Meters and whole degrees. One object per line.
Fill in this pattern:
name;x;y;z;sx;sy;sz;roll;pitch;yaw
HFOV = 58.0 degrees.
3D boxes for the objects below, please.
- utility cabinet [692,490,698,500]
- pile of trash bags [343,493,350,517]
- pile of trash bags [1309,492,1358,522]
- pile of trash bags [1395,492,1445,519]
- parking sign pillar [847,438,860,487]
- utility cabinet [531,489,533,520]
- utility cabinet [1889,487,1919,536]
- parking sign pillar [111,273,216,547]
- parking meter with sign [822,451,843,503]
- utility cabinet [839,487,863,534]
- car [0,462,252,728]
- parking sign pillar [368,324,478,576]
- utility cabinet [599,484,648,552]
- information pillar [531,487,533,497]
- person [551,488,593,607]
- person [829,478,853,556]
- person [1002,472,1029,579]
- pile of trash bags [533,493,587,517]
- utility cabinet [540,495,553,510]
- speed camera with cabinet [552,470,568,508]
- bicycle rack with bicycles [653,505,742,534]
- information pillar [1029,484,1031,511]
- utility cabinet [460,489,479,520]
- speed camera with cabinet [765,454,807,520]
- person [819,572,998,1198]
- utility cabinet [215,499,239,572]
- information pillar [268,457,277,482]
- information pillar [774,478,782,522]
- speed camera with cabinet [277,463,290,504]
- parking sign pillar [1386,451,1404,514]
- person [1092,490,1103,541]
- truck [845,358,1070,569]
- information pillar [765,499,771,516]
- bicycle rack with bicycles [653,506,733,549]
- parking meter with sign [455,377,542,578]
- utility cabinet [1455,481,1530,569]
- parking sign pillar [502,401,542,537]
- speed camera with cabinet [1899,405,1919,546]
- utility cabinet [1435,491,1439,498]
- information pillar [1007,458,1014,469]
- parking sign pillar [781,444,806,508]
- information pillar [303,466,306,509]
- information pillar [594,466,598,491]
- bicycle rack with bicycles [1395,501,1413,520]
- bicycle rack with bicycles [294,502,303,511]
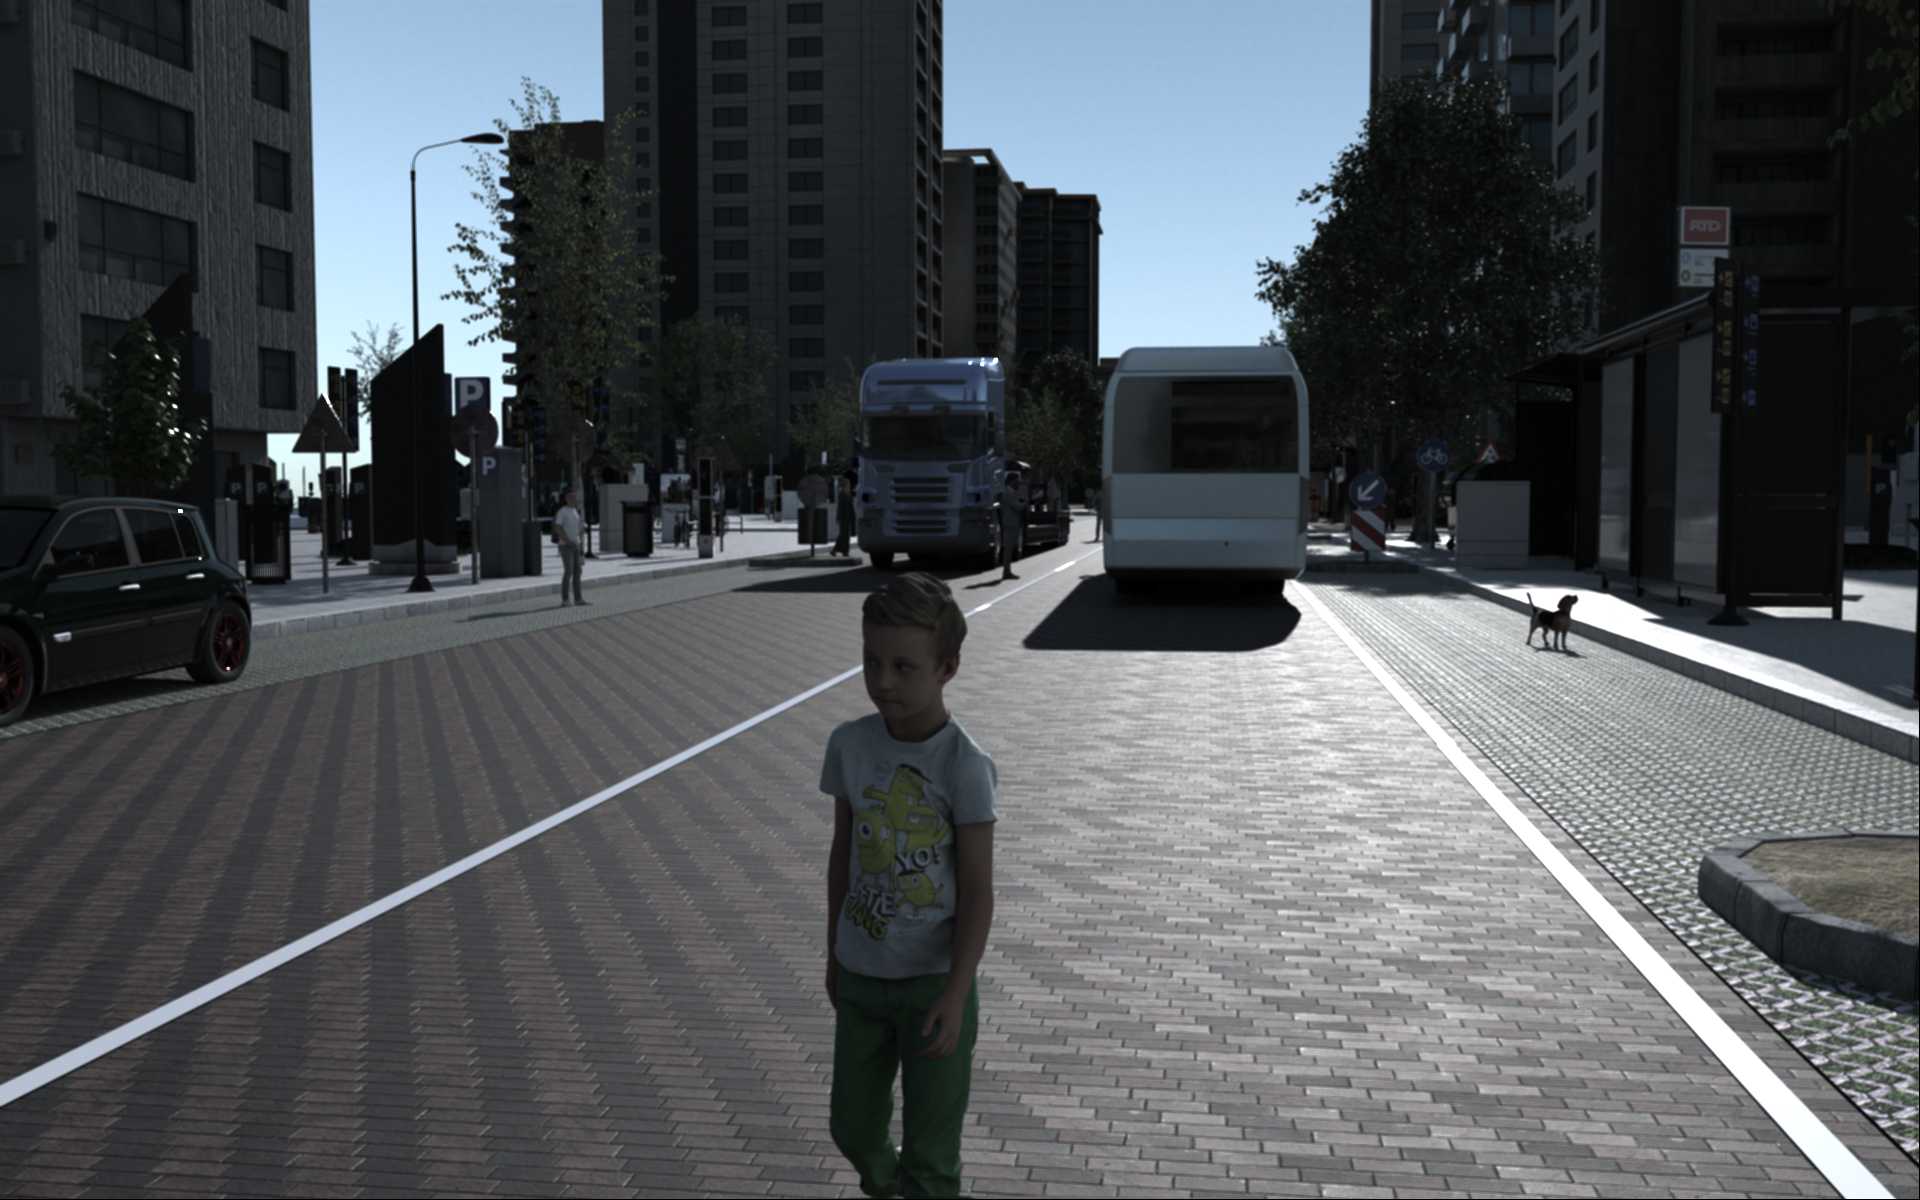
utility cabinet;-14.089;-5.113;92.283;1.173;1.500;0.318;1;4;11
pile of trash bags;-31.807;-4.993;91.381;3.447;1.369;1.912;1;4;10
pile of trash bags;17.628;-4.246;79.177;3.447;1.369;1.912;1;4;18
pile of trash bags;24.410;-4.971;91.033;1.912;1.369;3.447;-2;4;-25
parking sign pillar;-4.490;-5.465;77.831;1.447;3.967;1.447;3;5;43
utility cabinet;-19.331;-4.108;75.840;1.173;1.500;0.318;0;4;-7
utility cabinet;28.702;-2.669;52.318;0.318;1.500;1.173;-1;4;-21
parking sign pillar;-9.953;-2.028;21.637;1.447;3.967;1.447;2;4;26
parking meter with sign;-4.765;-4.591;71.318;1.738;3.016;0.543;-2;4;-26
utility cabinet;-3.266;-2.799;54.438;1.173;1.500;0.318;3;5;41
car;-6.510;-0.123;11.797;2.009;1.686;4.222;0;4;7
parking sign pillar;-8.791;-2.409;27.854;1.447;3.967;1.447;1;4;18
utility cabinet;-7.455;-1.816;38.367;0.318;1.500;1.173;3;4;38
information pillar;-31.629;-7.513;127.322;0.304;2.012;0.304;3;5;42
person;-4.939;-0.668;22.025;0.523;1.515;0.503;-1;4;-11
person;-2.579;-1.776;37.958;0.534;1.772;0.576;-1;4;-15
person;0.933;-1.259;29.265;0.466;1.800;0.511;0;4;-5
pile of trash bags;-22.518;-5.300;96.409;3.447;1.369;1.912;-1;4;-20
utility cabinet;-30.565;-7.155;128.152;0.306;1.237;1.020;2;4;30
speed camera with cabinet;-32.277;-8.922;140.208;0.660;3.252;2.038;1;4;15
bicycle rack with bicycles;-8.272;-2.592;55.756;2.852;0.926;2.925;-2;4;-34
information pillar;4.939;-7.339;124.488;0.304;2.012;0.304;0;4;-6
utility cabinet;-22.239;-4.273;78.548;1.173;1.500;0.318;3;5;44
speed camera with cabinet;-8.731;-5.618;86.197;2.038;3.252;0.660;2;4;31
person;-0.088;0.599;2.954;0.306;1.304;0.590;0;4;2
utility cabinet;-10.493;-0.778;23.878;1.020;1.237;0.306;0;4;8
information pillar;-42.732;-7.113;107.644;0.504;3.616;0.183;-2;4;-29
information pillar;-8.415;-4.619;80.017;0.304;2.012;0.304;-1;4;-19
speed camera with cabinet;-43.546;-7.049;109.580;2.038;3.252;0.660;-1;4;-12
parking sign pillar;26.910;-7.277;107.452;1.447;3.967;1.447;-3;4;-37
person;4.415;-2.742;53.433;0.635;1.810;0.391;-1;4;-15
truck;0.555;-3.082;40.149;2.967;4.110;18.799;1;4;8
information pillar;-11.348;-5.972;102.139;0.304;2.012;0.304;-1;4;-16
bicycle rack with bicycles;-7.148;-1.731;41.683;2.852;0.926;2.925;0;4;0
parking meter with sign;-7.051;-1.860;26.675;0.543;3.016;1.738;1;4;15
utility cabinet;9.059;-1.273;29.489;1.173;1.500;0.318;1;4;11
parking sign pillar;-13.099;-3.831;51.108;1.447;3.967;1.447;0;4;2
speed camera with cabinet;21.609;-2.661;37.838;0.660;3.252;2.038;-1;4;-22
utility cabinet;31.653;-6.548;115.741;0.318;1.500;1.173;0;4;-2
information pillar;3.279;-7.342;111.403;0.504;3.616;0.183;-2;4;-27
parking sign pillar;-8.898;-6.378;92.757;1.447;3.967;1.447;1;4;13
information pillar;-55.173;-9.441;145.721;0.183;3.616;0.504;-1;4;-13
information pillar;-29.954;-9.247;142.542;0.183;3.616;0.504;-3;5;-43
bicycle rack with bicycles;22.241;-4.515;87.205;2.852;0.926;2.925;0;4;0
bicycle rack with bicycles;-50.174;-7.404;134.439;2.925;0.926;2.852;-2;4;-23
